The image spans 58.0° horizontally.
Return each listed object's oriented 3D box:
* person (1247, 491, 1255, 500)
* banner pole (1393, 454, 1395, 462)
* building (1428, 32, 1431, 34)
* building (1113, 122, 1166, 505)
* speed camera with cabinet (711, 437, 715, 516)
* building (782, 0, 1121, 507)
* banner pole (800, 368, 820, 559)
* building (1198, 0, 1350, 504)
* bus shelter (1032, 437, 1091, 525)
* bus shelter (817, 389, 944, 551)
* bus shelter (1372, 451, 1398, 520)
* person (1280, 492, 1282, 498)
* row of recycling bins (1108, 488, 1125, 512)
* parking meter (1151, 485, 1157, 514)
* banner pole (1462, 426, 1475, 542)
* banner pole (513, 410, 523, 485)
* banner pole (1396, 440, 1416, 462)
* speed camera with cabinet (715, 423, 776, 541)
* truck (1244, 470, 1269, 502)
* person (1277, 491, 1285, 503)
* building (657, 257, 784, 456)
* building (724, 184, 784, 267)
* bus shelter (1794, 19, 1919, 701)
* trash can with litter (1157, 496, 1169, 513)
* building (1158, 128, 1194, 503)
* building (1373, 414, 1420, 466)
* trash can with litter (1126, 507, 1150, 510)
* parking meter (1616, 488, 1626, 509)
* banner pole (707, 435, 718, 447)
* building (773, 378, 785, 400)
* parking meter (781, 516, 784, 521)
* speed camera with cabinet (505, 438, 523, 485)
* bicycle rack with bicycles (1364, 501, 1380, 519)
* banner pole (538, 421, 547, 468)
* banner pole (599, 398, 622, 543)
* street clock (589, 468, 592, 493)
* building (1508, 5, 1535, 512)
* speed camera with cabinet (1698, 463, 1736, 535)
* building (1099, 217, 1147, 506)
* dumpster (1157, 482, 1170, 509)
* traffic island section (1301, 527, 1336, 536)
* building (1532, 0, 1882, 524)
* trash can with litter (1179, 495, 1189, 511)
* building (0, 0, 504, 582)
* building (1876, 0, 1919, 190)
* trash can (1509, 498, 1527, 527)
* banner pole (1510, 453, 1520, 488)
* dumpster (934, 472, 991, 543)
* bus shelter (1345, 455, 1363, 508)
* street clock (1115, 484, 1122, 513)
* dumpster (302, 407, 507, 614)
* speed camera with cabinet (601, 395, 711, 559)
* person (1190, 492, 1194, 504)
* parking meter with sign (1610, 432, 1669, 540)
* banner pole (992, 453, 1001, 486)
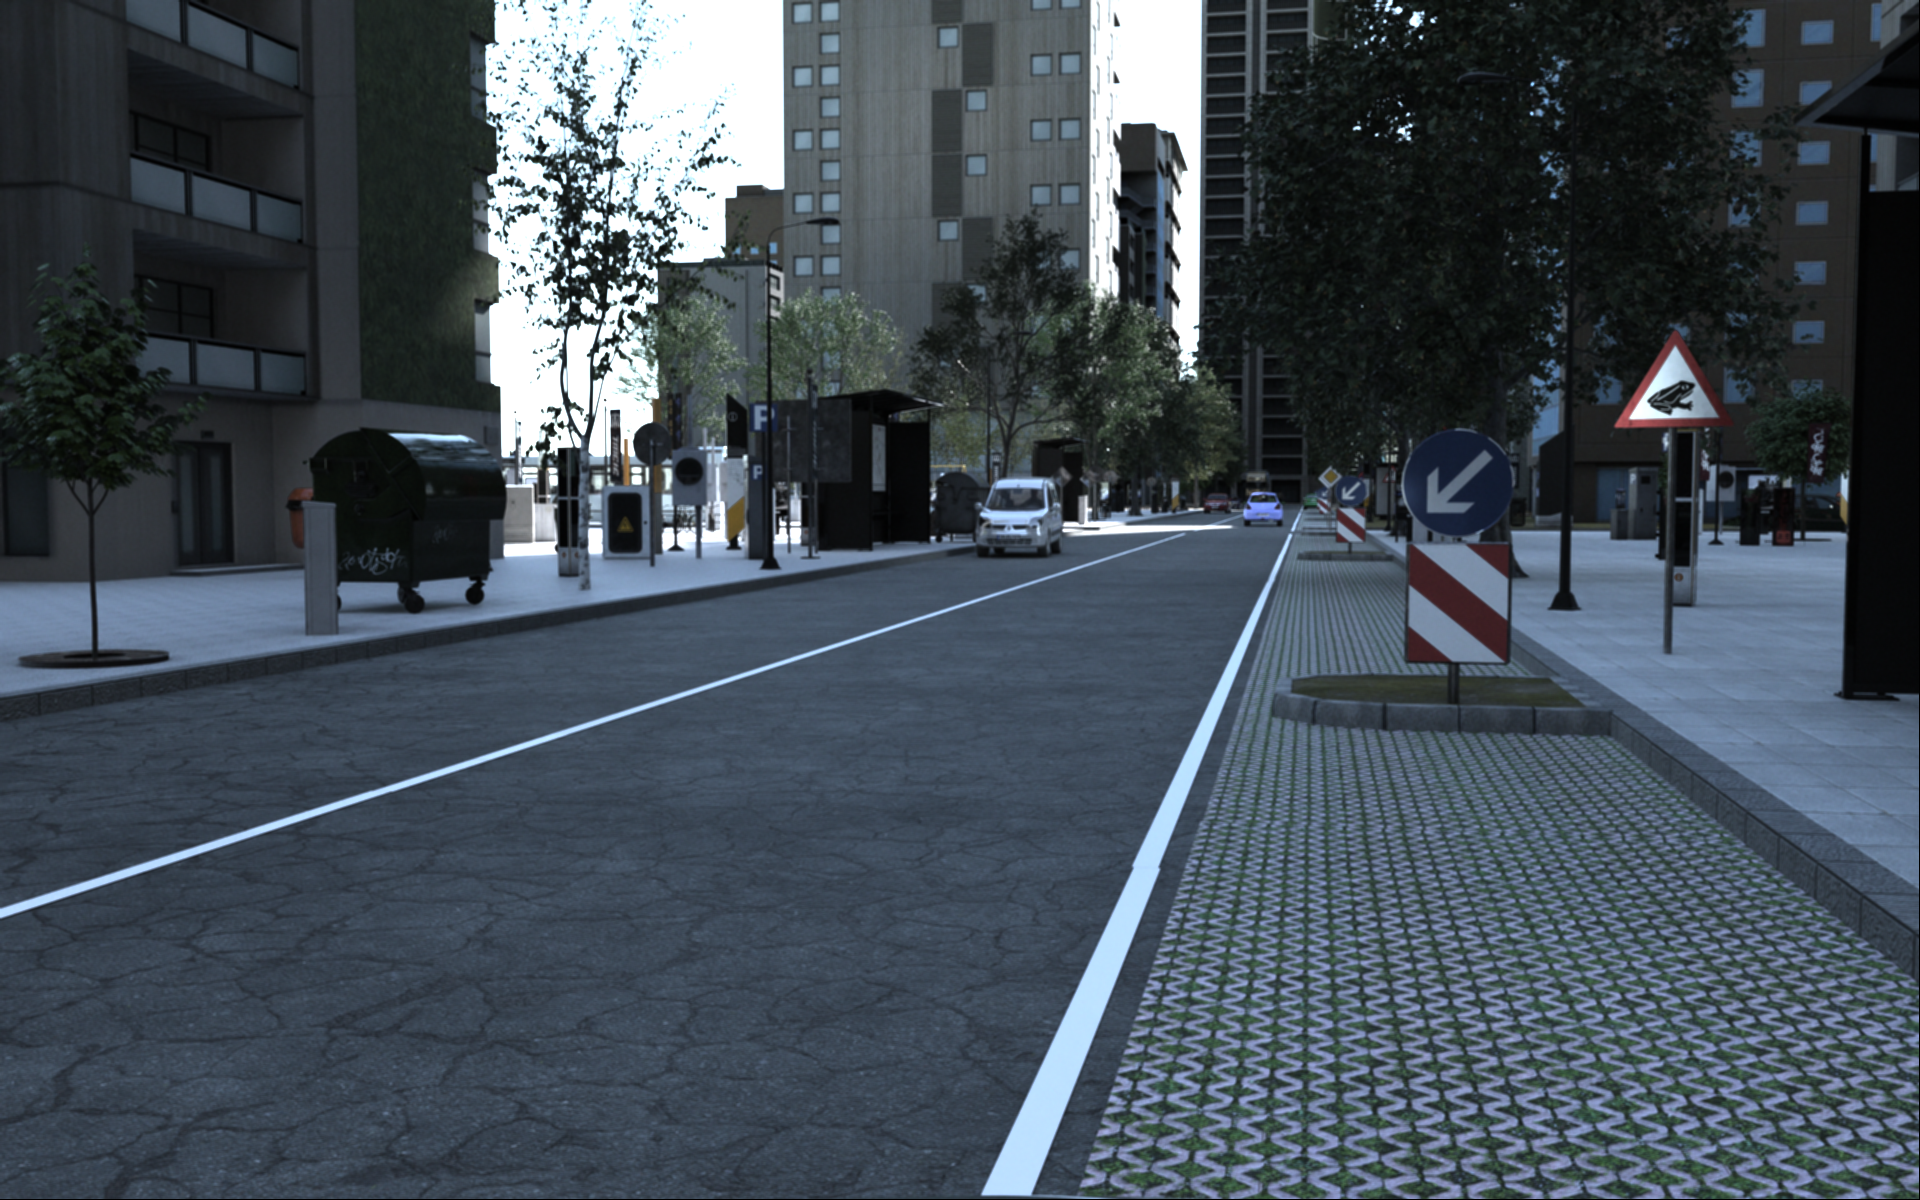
[{"bbox_3d":[26.859,-9.163,158.837,1.217,1.766,0.721,3,5,41],"label":"person"},{"bbox_3d":[25.257,-6.737,100.175,0.863,3.779,0.401,-1,4,-22],"label":"banner pole"},{"bbox_3d":[64.456,-36.665,188.717,28.713,52.752,27.495,1,4,11],"label":"building"},{"bbox_3d":[16.665,-34.006,206.107,14.200,45.320,14.600,1,4,11],"label":"building"},{"bbox_3d":[-7.057,-3.527,51.997,2.038,3.252,0.660,-2,4,-28],"label":"speed camera with cabinet"},{"bbox_3d":[0.316,-34.939,160.496,28.713,52.752,27.495,1,4,11],"label":"building"},{"bbox_3d":[-2.941,-2.729,34.635,0.401,3.779,0.863,1,4,10],"label":"banner pole"},{"bbox_3d":[44.211,-49.144,241.751,20.611,71.187,20.563,1,4,11],"label":"building"},{"bbox_3d":[4.376,-5.066,74.108,1.731,3.624,6.357,1,4,11],"label":"bus shelter"},{"bbox_3d":[-1.864,-3.101,41.991,1.731,3.624,6.357,1,4,12],"label":"bus shelter"},{"bbox_3d":[20.910,-5.479,83.500,2.014,3.302,5.546,1,4,11],"label":"bus shelter"},{"bbox_3d":[40.274,-12.801,217.757,0.705,1.831,1.348,0,4,3],"label":"person"},{"bbox_3d":[10.925,-7.191,124.690,1.069,1.692,3.534,2,4,26],"label":"row of recycling bins"},{"bbox_3d":[12.796,-6.627,114.067,0.255,1.863,0.399,2,4,35],"label":"parking meter"},{"bbox_3d":[13.676,-3.463,46.634,0.863,3.779,0.401,-1,4,-19],"label":"banner pole"},{"bbox_3d":[-13.224,-3.785,51.901,0.401,3.779,0.863,0,4,3],"label":"banner pole"},{"bbox_3d":[15.248,-4.200,58.683,0.401,3.779,0.863,-1,4,-21],"label":"banner pole"},{"bbox_3d":[-5.873,-3.274,47.874,0.660,3.252,2.038,-3,5,-39],"label":"speed camera with cabinet"},{"bbox_3d":[35.183,-13.221,205.070,2.839,4.237,11.283,1,4,11],"label":"truck"},{"bbox_3d":[39.137,-12.442,211.934,1.348,1.823,0.705,3,5,40],"label":"person"},{"bbox_3d":[-28.538,-27.118,215.087,14.107,30.474,14.160,1,4,11],"label":"building"},{"bbox_3d":[-25.092,-36.827,252.231,14.200,45.320,14.600,1,4,11],"label":"building"},{"bbox_3d":[5.432,-1.006,7.726,1.731,3.624,6.357,1,4,11],"label":"bus shelter"},{"bbox_3d":[13.675,-6.518,117.954,1.055,1.170,0.624,2,4,26],"label":"trash can with litter"},{"bbox_3d":[20.311,-40.425,250.185,27.495,52.752,28.713,1,4,11],"label":"building"},{"bbox_3d":[70.034,-37.841,238.308,30.456,49.044,23.786,1,4,11],"label":"building"},{"bbox_3d":[14.879,-8.080,143.169,2.233,1.210,1.678,2,4,24],"label":"trash can with litter"},{"bbox_3d":[27.767,-3.939,72.816,0.372,1.533,0.369,0,3,0],"label":"parking meter"},{"bbox_3d":[-10.551,-5.139,74.038,0.863,3.779,0.401,3,5,42],"label":"banner pole"},{"bbox_3d":[-6.317,-54.589,205.197,31.000,86.520,22.319,1,4,11],"label":"building"},{"bbox_3d":[-8.222,-4.455,81.243,0.372,1.533,0.369,0,3,0],"label":"parking meter"},{"bbox_3d":[-16.027,-4.137,61.980,0.660,3.252,2.038,-1,4,-18],"label":"speed camera with cabinet"},{"bbox_3d":[21.710,-4.709,90.379,2.852,0.926,2.925,0,4,-1],"label":"bicycle rack with bicycles"},{"bbox_3d":[-14.267,-4.237,59.285,0.401,3.779,0.863,-3,4,-38],"label":"banner pole"},{"bbox_3d":[-9.014,-3.353,44.846,0.863,3.779,0.401,3,5,39],"label":"banner pole"},{"bbox_3d":[-9.423,-2.370,43.327,0.358,2.002,0.471,1,4,21],"label":"street clock"},{"bbox_3d":[45.301,-49.080,115.136,22.319,86.520,31.000,1,4,11],"label":"building"},{"bbox_3d":[23.407,-3.694,54.735,2.038,3.252,0.660,0,4,-8],"label":"speed camera with cabinet"},{"bbox_3d":[11.698,-24.992,180.316,14.160,30.474,14.107,1,4,11],"label":"building"},{"bbox_3d":[15.690,-8.006,133.388,1.502,2.255,1.985,1,4,11],"label":"dumpster"},{"bbox_3d":[12.865,-2.312,60.080,2.009,0.180,2.903,1,4,11],"label":"traffic island section"},{"bbox_3d":[34.780,-26.294,80.023,14.200,45.320,14.600,1,4,11],"label":"building"},{"bbox_3d":[17.486,-7.552,134.861,0.624,1.170,1.055,-1,4,-22],"label":"trash can with litter"},{"bbox_3d":[-17.300,-21.057,27.884,14.154,41.232,14.086,1,4,11],"label":"building"},{"bbox_3d":[27.898,-21.590,36.592,14.154,41.232,14.086,1,4,11],"label":"building"},{"bbox_3d":[21.927,-3.456,68.151,0.748,1.137,0.748,0,3,0],"label":"trash can"},{"bbox_3d":[29.844,-6.345,93.752,0.863,3.779,0.401,1,4,11],"label":"banner pole"},{"bbox_3d":[0.062,-2.473,46.193,1.264,1.857,1.865,1,4,11],"label":"dumpster"},{"bbox_3d":[31.008,-9.623,134.974,2.179,5.291,8.768,1,4,11],"label":"bus shelter"},{"bbox_3d":[11.004,-7.093,120.541,0.471,2.002,0.358,0,4,-1],"label":"street clock"},{"bbox_3d":[-6.192,-1.032,19.370,1.502,2.255,1.985,1,4,11],"label":"dumpster"},{"bbox_3d":[-6.040,-2.443,34.278,2.038,3.252,0.660,0,4,-5],"label":"speed camera with cabinet"},{"bbox_3d":[29.904,-13.102,223.265,0.990,1.755,0.434,-3,5,-45],"label":"person"},{"bbox_3d":[19.233,-3.214,48.808,1.738,3.016,0.543,-1,4,-13],"label":"parking meter with sign"},{"bbox_3d":[1.775,-6.227,91.834,0.863,3.779,0.401,1,4,14],"label":"banner pole"}]
